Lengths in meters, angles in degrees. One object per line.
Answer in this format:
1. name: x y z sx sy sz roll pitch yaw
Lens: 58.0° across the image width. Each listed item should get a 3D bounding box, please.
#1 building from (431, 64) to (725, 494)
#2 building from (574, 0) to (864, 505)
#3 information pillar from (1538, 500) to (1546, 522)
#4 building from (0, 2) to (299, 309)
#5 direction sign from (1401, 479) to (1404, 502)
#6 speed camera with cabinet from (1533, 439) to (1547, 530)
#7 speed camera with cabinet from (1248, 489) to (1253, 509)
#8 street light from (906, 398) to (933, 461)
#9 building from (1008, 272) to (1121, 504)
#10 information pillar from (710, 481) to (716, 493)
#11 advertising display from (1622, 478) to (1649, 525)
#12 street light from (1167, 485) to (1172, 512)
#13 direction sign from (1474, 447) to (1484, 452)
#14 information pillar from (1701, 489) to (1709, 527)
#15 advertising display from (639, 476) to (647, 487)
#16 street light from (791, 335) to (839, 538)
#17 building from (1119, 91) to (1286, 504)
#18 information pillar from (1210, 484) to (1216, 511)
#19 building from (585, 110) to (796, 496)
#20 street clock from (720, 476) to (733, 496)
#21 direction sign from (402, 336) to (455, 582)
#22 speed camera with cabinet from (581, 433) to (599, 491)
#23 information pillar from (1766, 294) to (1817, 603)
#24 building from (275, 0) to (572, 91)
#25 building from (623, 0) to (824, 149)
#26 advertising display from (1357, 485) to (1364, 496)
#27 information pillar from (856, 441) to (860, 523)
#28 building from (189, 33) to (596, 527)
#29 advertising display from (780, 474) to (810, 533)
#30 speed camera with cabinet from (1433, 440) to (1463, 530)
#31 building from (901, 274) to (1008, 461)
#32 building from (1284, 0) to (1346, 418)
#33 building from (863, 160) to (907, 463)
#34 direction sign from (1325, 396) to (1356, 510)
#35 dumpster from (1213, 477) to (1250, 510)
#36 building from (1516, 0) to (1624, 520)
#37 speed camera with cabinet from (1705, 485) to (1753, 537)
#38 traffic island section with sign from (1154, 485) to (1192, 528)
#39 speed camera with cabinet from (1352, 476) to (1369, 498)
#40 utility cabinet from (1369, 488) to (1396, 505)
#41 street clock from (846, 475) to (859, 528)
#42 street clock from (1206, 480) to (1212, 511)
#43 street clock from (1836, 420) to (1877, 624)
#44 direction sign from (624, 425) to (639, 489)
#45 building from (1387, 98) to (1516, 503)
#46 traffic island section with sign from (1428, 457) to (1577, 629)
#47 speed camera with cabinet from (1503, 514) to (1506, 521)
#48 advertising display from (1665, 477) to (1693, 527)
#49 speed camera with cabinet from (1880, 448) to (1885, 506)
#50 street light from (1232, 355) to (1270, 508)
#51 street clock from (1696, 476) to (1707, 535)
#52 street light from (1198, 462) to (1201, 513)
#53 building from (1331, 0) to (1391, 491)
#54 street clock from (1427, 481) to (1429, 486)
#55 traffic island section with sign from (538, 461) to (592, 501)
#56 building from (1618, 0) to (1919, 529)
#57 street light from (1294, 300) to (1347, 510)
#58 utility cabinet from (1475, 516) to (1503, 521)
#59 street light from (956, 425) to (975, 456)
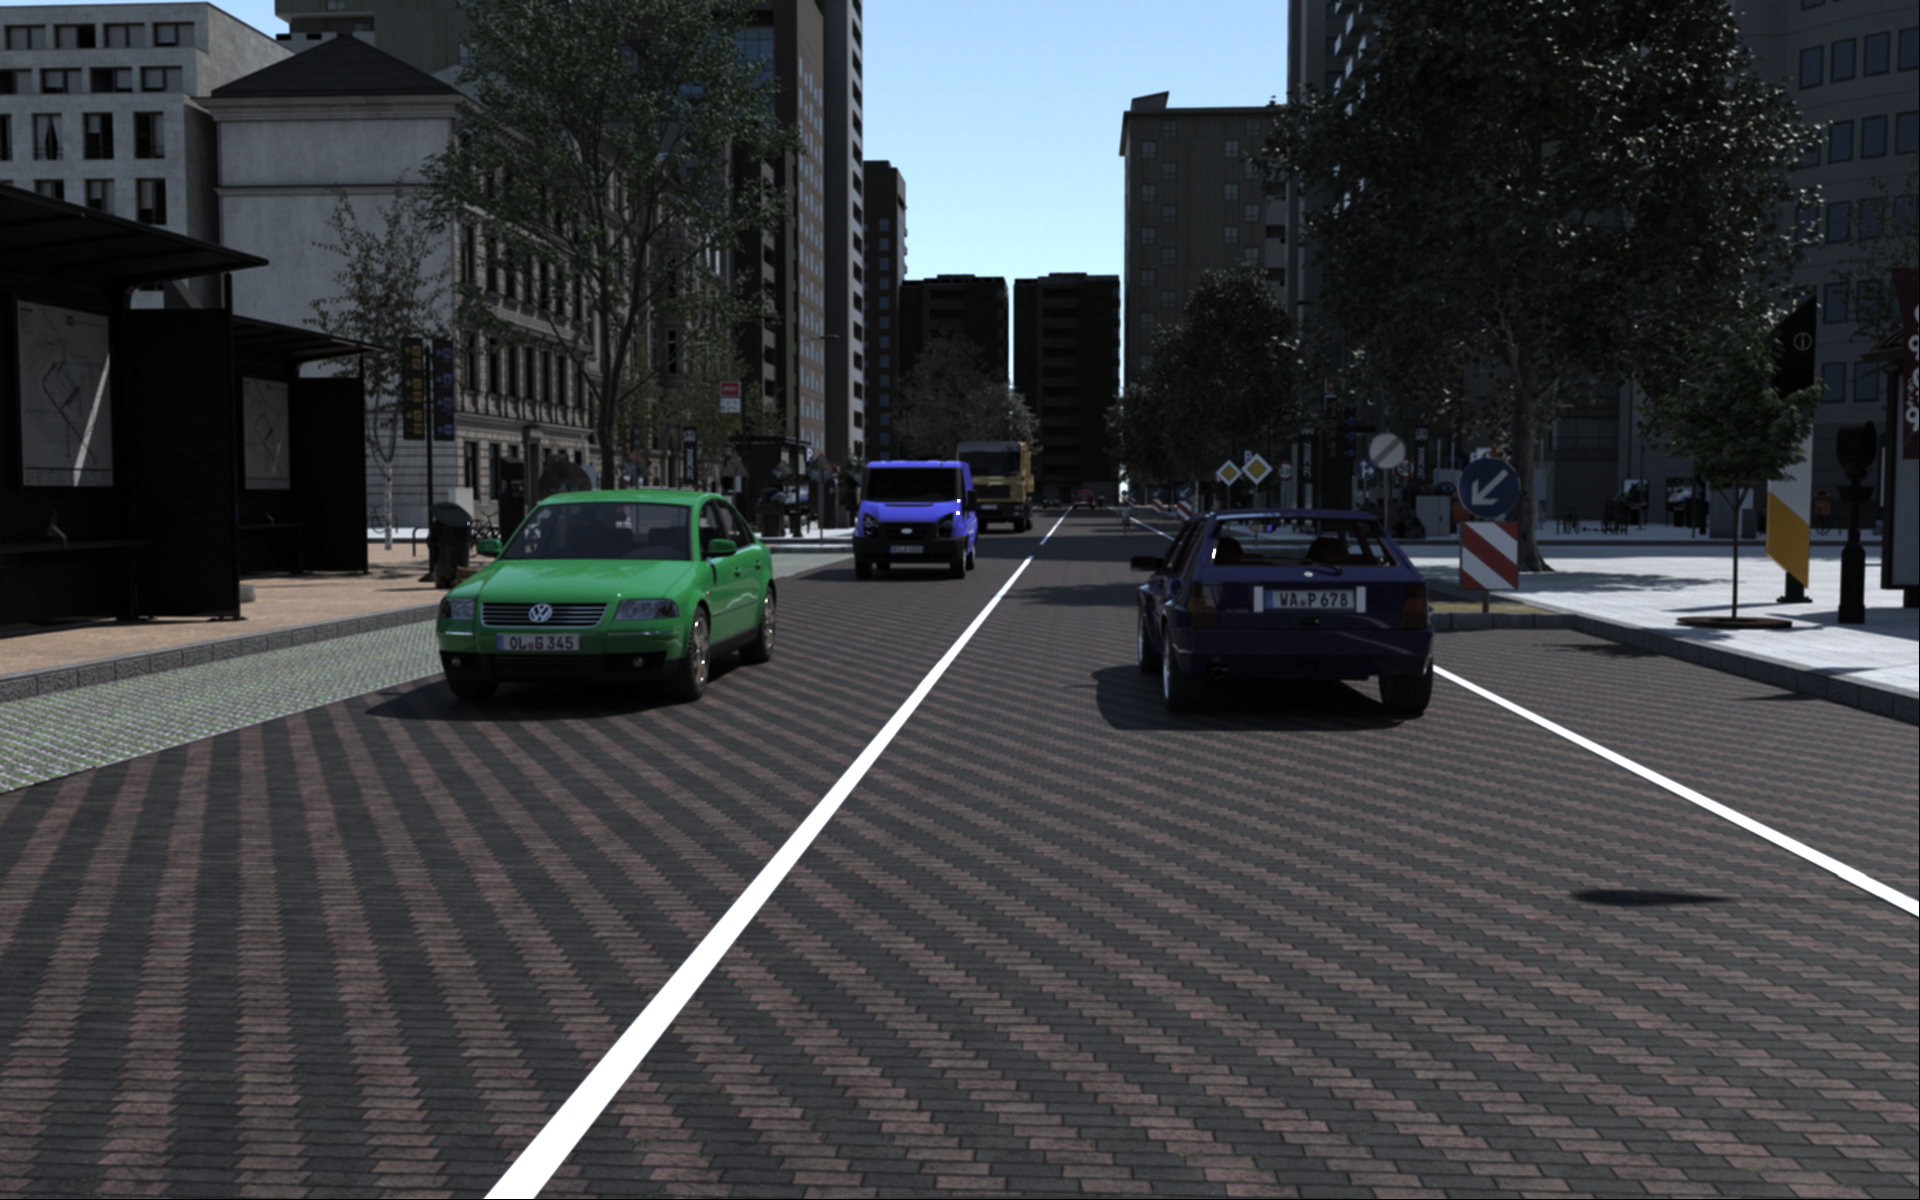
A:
1. building: -22.694 -17.302 101.973 14.460 24.649 34.723 0 4 4
2. building: -24.432 -38.918 178.305 28.212 58.520 21.231 0 4 4
3. information pillar: 26.889 -4.626 80.128 0.304 2.012 0.304 0 4 -6
4. building: -37.305 -13.255 71.479 16.860 20.320 10.420 0 4 4
5. direction sign: 25.332 -6.559 99.229 0.379 3.537 0.876 0 4 4
6. speed camera with cabinet: 20.817 -4.207 63.128 0.660 3.252 2.038 0 4 4
7. speed camera with cabinet: 16.985 -6.540 101.270 0.660 3.252 2.038 2 4 34
8. street light: -2.007 -6.787 83.511 1.470 5.913 1.316 0 4 4
9. building: 14.065 -27.969 228.996 14.107 30.474 14.160 0 4 4
10. information pillar: -13.705 -5.599 96.028 0.304 2.012 0.304 -2 4 -28
11. advertising display: 27.706 -4.032 71.141 0.974 1.923 0.123 0 4 8
12. street light: 14.506 -9.281 124.283 1.470 5.913 1.316 0 4 4
13. direction sign: 25.095 -5.619 83.872 0.379 3.537 0.876 -1 4 -11
14. information pillar: 29.015 -3.842 67.310 0.304 2.012 0.304 0 4 5
15. advertising display: -11.741 -3.590 63.904 0.123 1.923 0.974 -2 4 -25
16. street light: -4.243 -4.788 50.827 1.470 5.913 1.316 0 4 4
17. building: 35.510 -39.478 234.703 27.495 52.752 28.713 0 4 4
18. information pillar: 18.144 -7.326 124.265 0.304 2.012 0.304 -3 5 -42
19. building: -20.796 -22.174 134.246 14.160 30.474 14.107 0 4 4
20. street clock: -9.235 -3.909 68.476 0.471 2.002 0.358 -1 4 -20
21. direction sign: -7.745 -2.037 25.299 0.379 3.537 0.876 2 4 35
22. speed camera with cabinet: -11.985 -3.760 55.814 0.660 3.252 2.038 -1 4 -10
23. information pillar: 9.794 -1.776 20.396 0.504 3.616 0.183 0 4 3
24. building: -52.890 -35.943 176.899 27.495 52.752 28.713 0 4 4
25. building: -19.492 -30.444 147.863 14.600 45.320 14.200 0 4 4
26. advertising display: 27.013 -6.873 117.585 0.123 1.923 0.974 -3 5 -43
27. information pillar: -4.475 -5.195 76.288 0.183 3.616 0.504 0 4 -6
28. building: -23.209 -12.877 75.159 10.561 19.102 19.286 0 4 4
29. advertising display: -5.375 -3.139 56.533 0.974 1.923 0.123 0 4 6
30. speed camera with cabinet: 17.606 -4.158 62.319 0.660 3.252 2.038 0 4 -1
31. building: -0.618 -28.075 230.721 14.107 30.474 14.160 0 4 4
32. building: 42.608 -38.395 169.758 21.231 58.520 28.212 0 4 4
33. building: -14.702 -35.574 231.753 14.200 45.320 14.600 0 4 4
34. direction sign: 8.849 -2.955 40.313 0.379 3.537 0.876 -3 4 -37
35. dumpster: 11.443 -4.296 72.739 1.502 2.255 1.985 0 4 4
36. building: 36.359 -24.819 89.381 14.154 41.232 14.086 0 4 4
37. speed camera with cabinet: 23.505 -3.582 52.897 0.660 3.252 2.038 0 4 -1
38. traffic island section with sign: 9.509 -4.035 74.606 1.989 1.847 2.006 0 4 4
39. speed camera with cabinet: 20.785 -5.798 89.139 2.038 3.252 0.660 0 4 6
40. utility cabinet: 14.310 -3.061 58.723 0.318 1.500 1.173 -1 4 -19
41. street clock: -4.127 -3.783 66.428 0.471 2.002 0.358 1 4 12
42. street clock: 13.185 -5.336 91.816 0.358 2.002 0.471 1 4 9
43. street clock: 8.842 -0.768 17.120 0.471 2.002 0.358 -3 5 -44
44. direction sign: -10.764 -3.968 56.868 0.379 3.537 0.876 1 4 22
45. building: 35.709 -21.068 116.163 14.160 30.474 14.107 0 4 4
46. traffic island section with sign: 5.622 -0.657 19.367 1.989 1.847 2.006 0 4 4
47. speed camera with cabinet: 19.045 -4.086 61.137 2.038 3.252 0.660 -2 4 -32
48. advertising display: 28.029 -3.809 67.498 0.974 1.923 0.123 1 4 16
49. speed camera with cabinet: 18.212 -2.313 32.161 2.038 3.252 0.660 0 4 -8
50. street light: 9.749 -5.211 57.748 1.470 5.913 1.316 0 4 4
51. street clock: 23.503 -3.068 54.733 0.471 2.002 0.358 2 4 27
52. street light: 12.143 -7.282 91.608 1.470 5.913 1.316 0 4 4
53. building: 42.328 -31.772 139.088 23.786 49.044 30.456 0 4 4
54. street clock: 24.243 -5.235 90.170 0.358 2.002 0.471 1 4 22
55. traffic island section with sign: -4.716 -0.706 20.170 1.989 1.847 2.006 0 4 4
56. building: 44.217 -32.282 69.814 28.212 58.520 21.231 0 4 4
57. street light: 8.693 -4.221 41.550 1.470 5.913 1.316 0 4 4
58. utility cabinet: 15.349 -2.498 49.518 1.173 1.500 0.318 3 4 37
59. street light: 0.287 -8.786 116.191 1.470 5.913 1.316 0 4 4
